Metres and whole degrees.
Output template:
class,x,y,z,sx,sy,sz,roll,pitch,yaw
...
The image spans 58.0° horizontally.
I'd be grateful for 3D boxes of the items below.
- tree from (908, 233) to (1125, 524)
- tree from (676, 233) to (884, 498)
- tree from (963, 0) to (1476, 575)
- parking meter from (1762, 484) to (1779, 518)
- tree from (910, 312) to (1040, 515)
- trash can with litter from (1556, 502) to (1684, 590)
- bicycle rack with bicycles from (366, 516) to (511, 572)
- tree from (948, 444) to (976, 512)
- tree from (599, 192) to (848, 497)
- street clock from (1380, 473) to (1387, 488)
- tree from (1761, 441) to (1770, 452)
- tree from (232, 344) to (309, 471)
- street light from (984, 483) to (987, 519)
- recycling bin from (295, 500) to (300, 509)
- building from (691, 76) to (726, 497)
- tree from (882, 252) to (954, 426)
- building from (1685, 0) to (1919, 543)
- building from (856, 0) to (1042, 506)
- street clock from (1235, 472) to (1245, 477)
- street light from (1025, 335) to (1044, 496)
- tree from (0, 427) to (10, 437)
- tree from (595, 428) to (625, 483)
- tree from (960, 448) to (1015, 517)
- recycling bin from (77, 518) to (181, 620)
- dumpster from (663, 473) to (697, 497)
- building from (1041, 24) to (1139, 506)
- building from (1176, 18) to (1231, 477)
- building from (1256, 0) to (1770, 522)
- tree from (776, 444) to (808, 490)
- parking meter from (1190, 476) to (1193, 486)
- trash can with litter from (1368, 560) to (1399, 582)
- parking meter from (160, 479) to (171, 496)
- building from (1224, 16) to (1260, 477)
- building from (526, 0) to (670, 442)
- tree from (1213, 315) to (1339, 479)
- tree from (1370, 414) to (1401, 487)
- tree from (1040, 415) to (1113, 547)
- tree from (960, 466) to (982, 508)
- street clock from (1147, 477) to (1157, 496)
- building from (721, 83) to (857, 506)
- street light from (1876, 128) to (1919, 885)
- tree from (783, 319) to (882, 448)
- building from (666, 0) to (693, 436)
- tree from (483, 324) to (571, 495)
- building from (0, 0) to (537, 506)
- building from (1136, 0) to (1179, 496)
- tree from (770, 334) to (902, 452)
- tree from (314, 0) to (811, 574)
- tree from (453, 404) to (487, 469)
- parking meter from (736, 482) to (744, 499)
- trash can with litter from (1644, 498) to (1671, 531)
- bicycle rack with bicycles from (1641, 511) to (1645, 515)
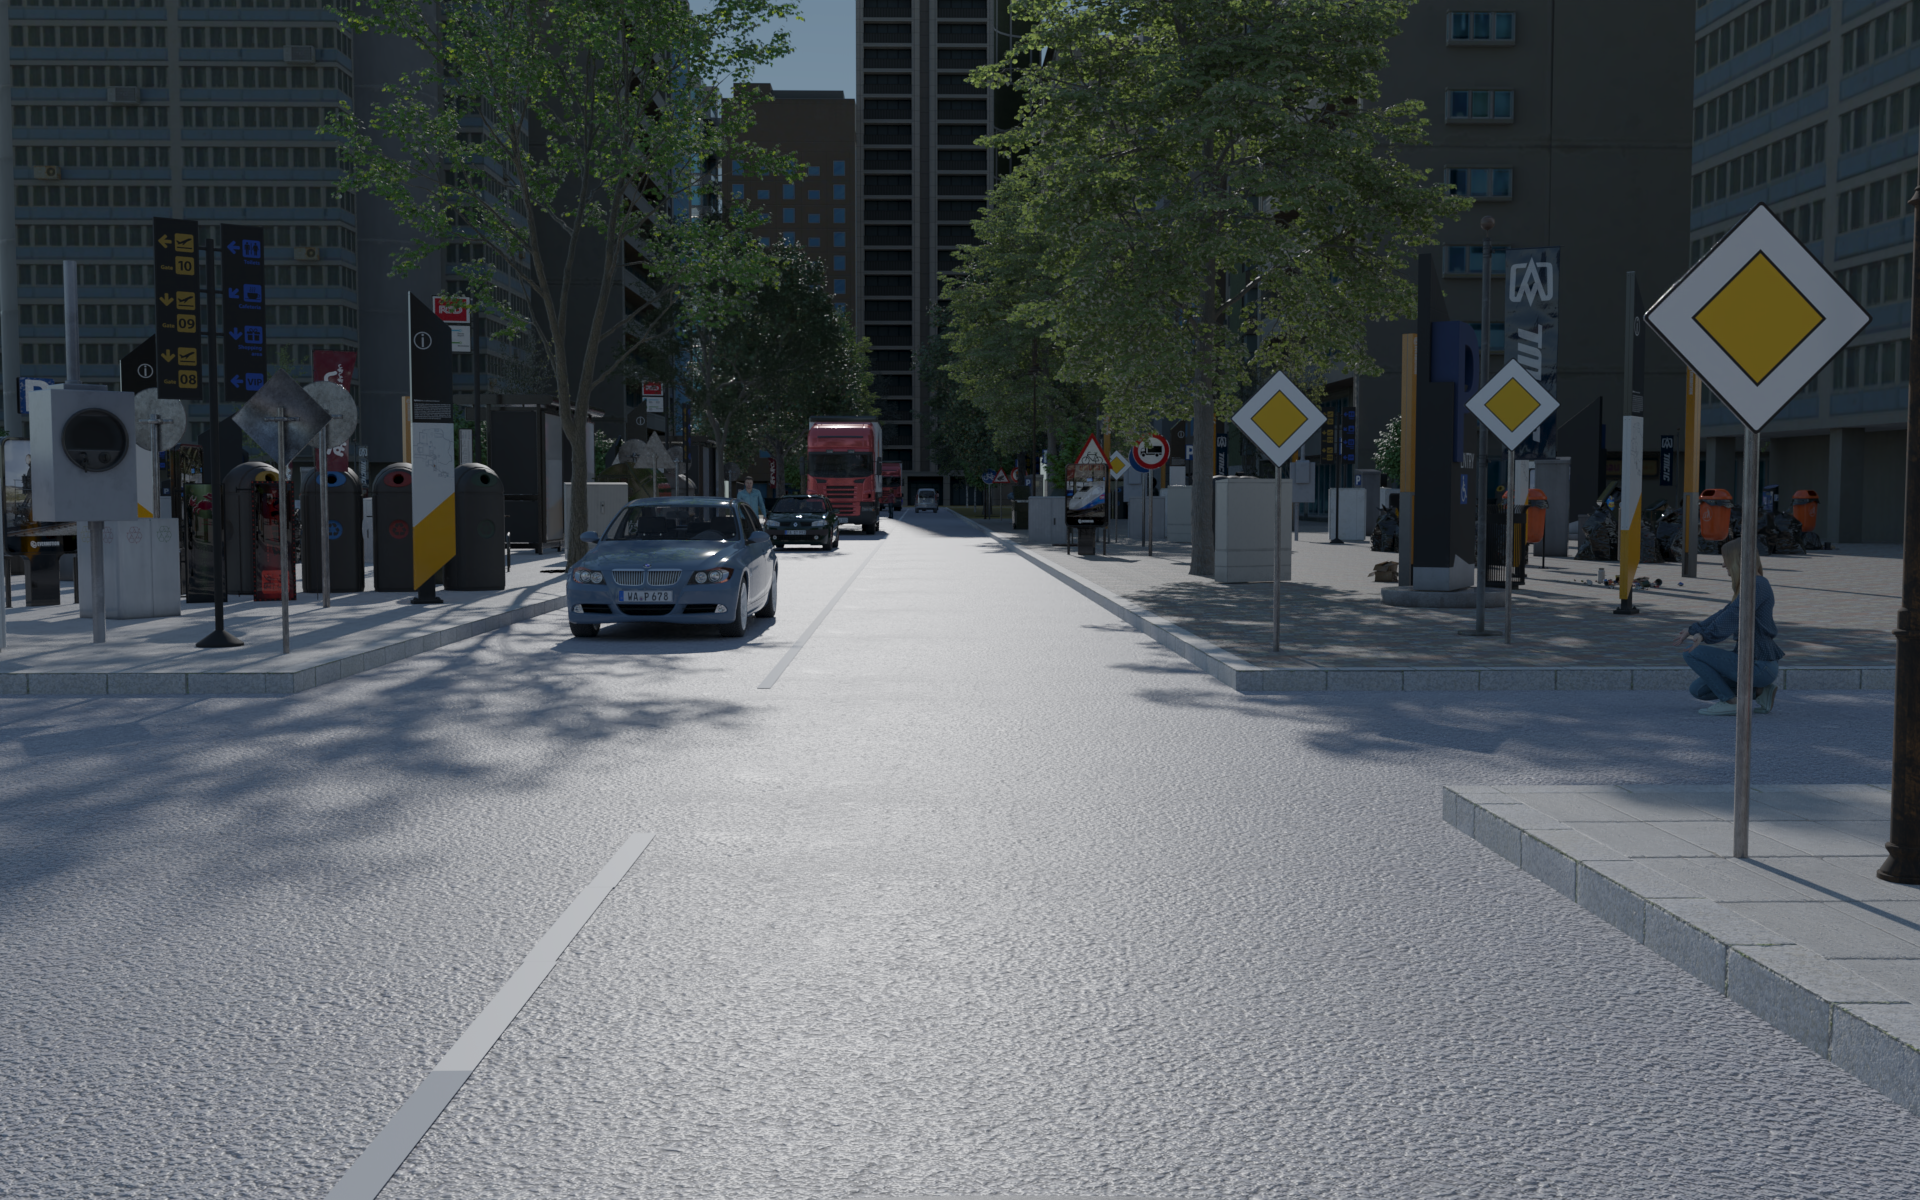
class,x,y,z,sx,sy,sz,roll,pitch,yaw
tree,2.627,-9.589,73.789,9.611,12.733,9.660,0,3,0
tree,-8.044,-9.750,76.413,9.611,12.733,9.660,0,3,0
tree,3.959,-6.647,26.800,7.486,12.596,7.792,0,3,0
parking meter,20.870,-2.214,44.615,0.372,1.533,0.369,0,3,0
tree,1.800,-12.272,107.294,9.857,13.997,8.962,0,3,0
trash can with litter,9.237,-0.805,24.214,1.678,1.210,2.233,1,4,18
bicycle rack with bicycles,-8.589,-0.950,28.921,2.852,0.926,2.925,-1,4,-13
tree,0.929,-10.496,121.969,4.360,8.622,3.978,0,3,0
tree,-7.123,-7.244,52.846,8.767,10.594,7.601,1,4,16
street clock,14.805,-3.425,60.563,0.358,2.002,0.471,1,4,16
tree,30.934,-7.009,64.961,4.737,8.622,4.395,0,3,0
tree,-33.523,-8.214,84.660,4.737,8.622,4.395,0,3,0
street light,1.292,-7.056,88.147,0.468,5.910,1.993,0,4,-1
recycling bin,-27.315,-3.662,72.424,0.722,1.027,0.722,0,4,2
building,-41.095,-35.354,197.640,30.456,49.044,23.786,0,4,-1
tree,2.678,-8.551,57.932,7.486,12.596,7.792,0,3,0
building,34.119,-21.452,42.627,23.993,40.220,32.217,0,4,-1
building,-1.131,-46.344,195.980,20.611,71.187,20.563,0,4,-1
street clock,9.193,-3.203,56.946,0.358,2.002,0.471,-1,4,-8
street light,2.175,-4.759,50.591,0.468,5.910,1.993,0,4,-1
tree,-40.359,-5.342,71.055,4.285,4.588,4.351,0,3,0
tree,-18.104,-6.310,86.889,4.285,4.588,4.351,0,3,0
tree,1.512,-7.003,98.220,4.285,4.588,4.351,0,3,0
recycling bin,-8.678,-0.339,18.091,0.722,1.027,0.722,2,4,29
dumpster,-7.932,-2.549,47.431,1.264,1.857,1.865,0,4,-1
building,23.040,-37.376,200.343,27.495,52.752,28.713,0,4,-1
building,22.495,-28.469,115.576,14.600,45.320,14.200,0,4,-1
building,26.236,-27.802,78.261,21.300,48.544,21.600,0,4,-1
tree,-8.817,-6.991,98.019,4.285,4.588,4.351,0,3,0
parking meter,6.605,-2.605,48.303,0.255,1.863,0.399,3,5,45
trash can with litter,6.469,-0.843,25.169,1.055,1.170,0.624,2,4,29
parking meter,-30.939,-3.777,67.468,0.399,1.863,0.255,-2,4,-32
building,22.528,-20.196,101.899,14.160,30.474,14.107,0,4,-1
building,-32.900,-30.513,122.588,21.300,48.544,21.600,0,4,-1
tree,13.071,-7.250,68.902,4.360,8.622,3.978,0,3,0
tree,16.878,-4.902,63.857,4.285,4.588,4.351,0,3,0
tree,2.731,-2.951,42.852,1.663,3.219,1.824,0,3,0
tree,0.836,-12.868,160.759,4.737,8.622,4.395,0,3,0
street clock,8.027,-4.178,72.872,0.471,2.002,0.358,-1,4,-13
building,-18.439,-33.161,192.292,14.200,45.320,14.600,0,4,-1
street light,3.153,-2.006,5.589,0.468,5.910,1.993,0,4,-1
tree,-8.485,-11.793,110.943,7.486,12.596,7.792,0,3,0
building,-30.163,-30.145,142.988,14.200,45.320,14.600,0,4,-1
tree,-18.974,-7.618,74.918,4.360,8.622,3.978,0,3,0
building,-38.468,-24.950,99.813,32.217,40.220,23.993,0,4,-1
building,24.633,-36.380,136.819,21.231,58.520,28.212,0,4,-1
tree,-9.331,-13.280,127.496,12.009,13.543,11.850,0,3,0
tree,-6.218,-6.237,27.738,9.928,11.665,9.643,0,3,0
tree,-17.822,-4.746,61.315,4.285,4.588,4.351,0,3,0
parking meter,-10.573,-4.757,83.483,0.399,1.863,0.255,0,4,0
trash can with litter,17.995,-2.069,45.223,1.055,1.170,0.624,-1,4,-11
bicycle rack with bicycles,20.118,-2.454,53.497,2.925,0.926,2.852,2,4,28
